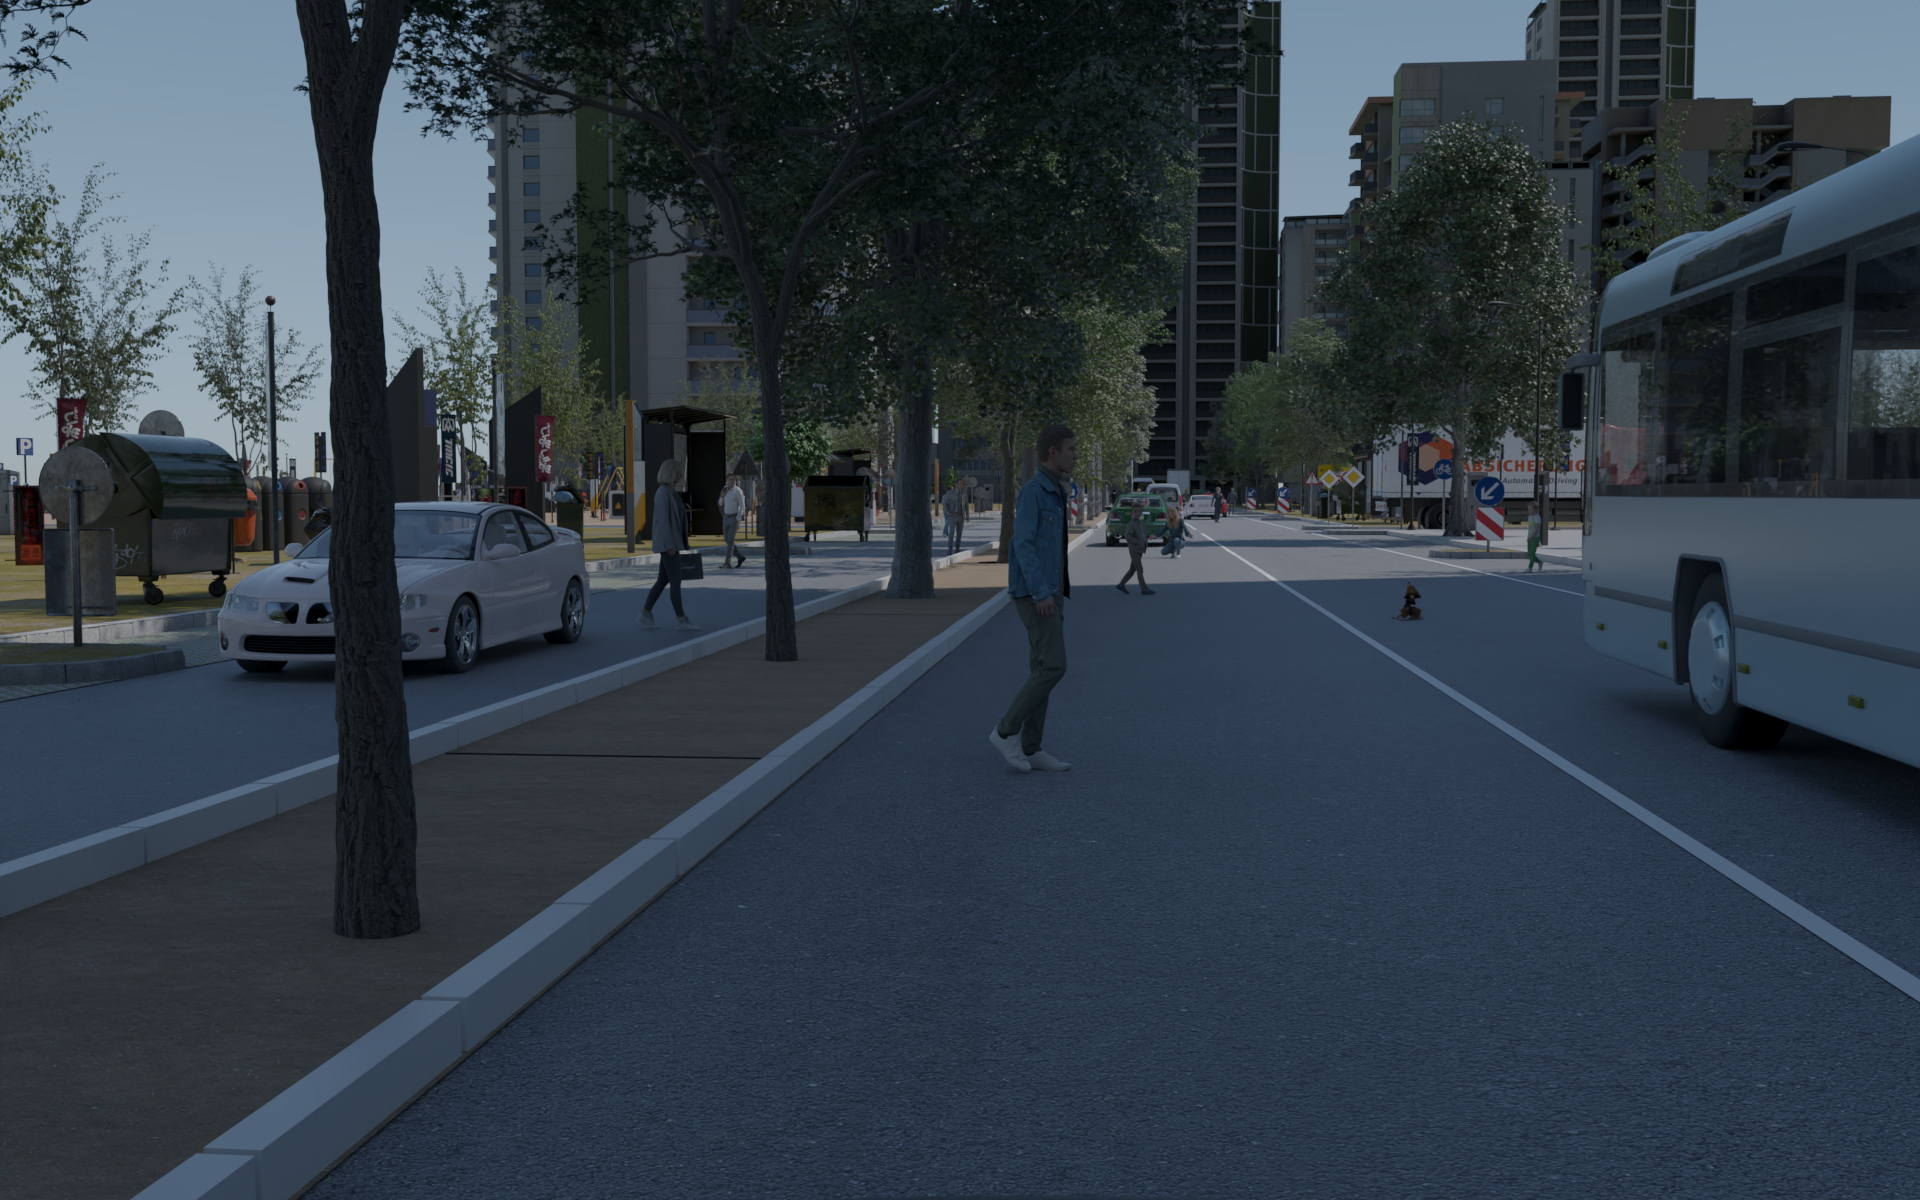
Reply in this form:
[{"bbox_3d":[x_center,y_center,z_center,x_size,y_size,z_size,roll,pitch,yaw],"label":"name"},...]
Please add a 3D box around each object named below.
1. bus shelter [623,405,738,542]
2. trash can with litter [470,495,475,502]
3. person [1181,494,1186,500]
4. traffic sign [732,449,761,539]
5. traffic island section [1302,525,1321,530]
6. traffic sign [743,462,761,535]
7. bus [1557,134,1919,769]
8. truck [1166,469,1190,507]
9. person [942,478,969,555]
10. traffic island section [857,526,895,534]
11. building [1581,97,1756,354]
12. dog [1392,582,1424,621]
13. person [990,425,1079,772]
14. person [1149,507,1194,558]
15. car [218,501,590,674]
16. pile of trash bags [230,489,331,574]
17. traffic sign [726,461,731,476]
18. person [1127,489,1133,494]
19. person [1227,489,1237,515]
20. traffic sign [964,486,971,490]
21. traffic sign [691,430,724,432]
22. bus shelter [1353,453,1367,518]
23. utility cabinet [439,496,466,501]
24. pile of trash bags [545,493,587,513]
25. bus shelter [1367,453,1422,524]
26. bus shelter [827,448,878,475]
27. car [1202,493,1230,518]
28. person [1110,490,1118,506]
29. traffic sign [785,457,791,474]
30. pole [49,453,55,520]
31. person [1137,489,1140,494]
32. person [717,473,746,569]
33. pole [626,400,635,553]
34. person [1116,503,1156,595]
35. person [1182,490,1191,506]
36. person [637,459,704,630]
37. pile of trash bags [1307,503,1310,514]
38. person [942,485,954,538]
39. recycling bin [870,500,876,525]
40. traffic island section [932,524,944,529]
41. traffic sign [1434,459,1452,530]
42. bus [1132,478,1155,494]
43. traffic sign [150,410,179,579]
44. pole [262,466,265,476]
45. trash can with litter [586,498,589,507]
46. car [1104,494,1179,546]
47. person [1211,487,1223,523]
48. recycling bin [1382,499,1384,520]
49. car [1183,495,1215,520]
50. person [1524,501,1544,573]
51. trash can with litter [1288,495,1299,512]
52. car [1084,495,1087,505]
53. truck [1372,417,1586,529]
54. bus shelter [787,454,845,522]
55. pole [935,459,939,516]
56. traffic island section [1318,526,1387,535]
[{"bbox_3d":[-7.798,-3.525,48.910,1.731,3.624,6.357,0,4,6],"label":"bus shelter"},{"bbox_3d":[-24.294,-4.667,87.368,2.233,1.210,1.678,-1,4,-14],"label":"trash can with litter"},{"bbox_3d":[19.052,-8.406,149.158,0.991,1.433,0.599,0,4,-5],"label":"person"},{"bbox_3d":[-6.126,-3.033,49.596,0.884,2.594,0.081,1,4,13],"label":"traffic sign"},{"bbox_3d":[14.863,-2.903,69.749,2.009,0.180,2.903,0,4,6],"label":"traffic island section"},{"bbox_3d":[-6.538,-3.200,54.454,0.606,2.300,0.079,1,4,10],"label":"traffic sign"},{"bbox_3d":[5.146,-0.731,6.811,2.948,3.499,13.247,0,4,6],"label":"bus"},{"bbox_3d":[24.868,-12.747,197.328,2.839,4.237,11.283,0,4,7],"label":"truck"},{"bbox_3d":[-0.082,-1.992,41.173,0.635,1.810,0.391,-2,4,-31],"label":"person"},{"bbox_3d":[-2.563,-2.523,63.529,2.009,0.180,2.903,0,4,6],"label":"traffic island section"},{"bbox_3d":[77.961,-33.220,193.253,14.200,45.320,14.600,0,4,6],"label":"building"},{"bbox_3d":[5.113,0.015,19.947,0.748,0.427,0.550,-3,4,-37],"label":"dog"},{"bbox_3d":[0.388,-0.004,8.914,0.444,1.785,0.601,1,4,22],"label":"person"},{"bbox_3d":[4.834,-1.514,38.745,1.012,1.151,0.738,3,4,36],"label":"person"},{"bbox_3d":[-4.734,-0.186,15.401,2.083,1.381,4.827,0,4,5],"label":"car"},{"bbox_3d":[-10.295,-1.124,28.124,3.447,1.369,1.912,0,4,-2],"label":"pile of trash bags"},{"bbox_3d":[-8.769,-3.873,63.437,0.768,2.556,0.104,1,4,11],"label":"traffic sign"},{"bbox_3d":[12.903,-7.452,130.439,0.767,1.812,0.694,-3,4,-38],"label":"person"},{"bbox_3d":[18.190,-6.556,115.863,0.661,1.801,0.590,0,4,0],"label":"person"},{"bbox_3d":[0.358,-7.691,125.754,0.884,2.594,0.081,1,4,15],"label":"traffic sign"},{"bbox_3d":[-8.595,-3.751,55.204,2.265,3.308,0.079,1,4,10],"label":"traffic sign"},{"bbox_3d":[22.084,-6.969,91.569,2.179,5.291,8.768,0,4,6],"label":"bus shelter"},{"bbox_3d":[-18.741,-3.226,63.901,1.020,1.237,0.306,-3,5,-43],"label":"utility cabinet"},{"bbox_3d":[-27.028,-6.637,118.267,3.447,1.369,1.912,1,4,18],"label":"pile of trash bags"},{"bbox_3d":[20.011,-6.101,77.379,2.179,5.291,8.768,0,4,6],"label":"bus shelter"},{"bbox_3d":[-5.622,-6.122,91.374,1.731,3.624,6.357,0,4,6],"label":"bus shelter"},{"bbox_3d":[15.639,-6.016,107.405,2.155,1.783,4.494,0,4,7],"label":"car"},{"bbox_3d":[14.780,-9.693,166.607,1.348,1.869,0.705,-2,4,-34],"label":"person"},{"bbox_3d":[-5.729,-3.338,54.675,0.768,2.556,0.104,0,4,8],"label":"traffic sign"},{"bbox_3d":[-45.434,-5.678,86.683,0.158,3.312,0.155,0,3,0],"label":"pole"},{"bbox_3d":[10.436,-5.545,99.838,0.731,1.740,0.598,0,4,-6],"label":"person"},{"bbox_3d":[-4.407,-1.511,33.310,0.679,1.850,0.850,2,4,34],"label":"person"},{"bbox_3d":[-7.165,-2.679,37.642,0.158,3.312,0.155,0,3,0],"label":"pole"},{"bbox_3d":[2.520,-0.730,24.703,0.640,1.303,0.475,2,4,25],"label":"person"},{"bbox_3d":[21.227,-9.433,162.732,1.348,1.823,0.705,1,4,11],"label":"person"},{"bbox_3d":[-3.074,-0.593,18.372,0.728,1.800,0.709,0,4,8],"label":"person"},{"bbox_3d":[22.772,-6.019,108.160,1.912,1.369,3.447,0,4,5],"label":"pile of trash bags"},{"bbox_3d":[-0.410,-2.912,56.952,0.643,1.720,0.563,-2,4,-33],"label":"person"},{"bbox_3d":[-3.888,-3.615,71.663,0.722,1.027,0.722,0,4,6],"label":"recycling bin"},{"bbox_3d":[-1.739,-3.009,71.471,2.009,0.180,2.903,0,4,6],"label":"traffic island section"},{"bbox_3d":[17.367,-3.795,62.147,0.768,2.556,0.104,0,4,7],"label":"traffic sign"},{"bbox_3d":[21.992,-13.000,207.403,2.948,3.499,13.247,0,4,7],"label":"bus"},{"bbox_3d":[-12.085,-1.596,26.206,0.768,2.556,0.104,1,4,9],"label":"traffic sign"},{"bbox_3d":[-51.294,-8.185,127.674,0.158,3.312,0.155,0,3,0],"label":"pole"},{"bbox_3d":[-29.085,-7.511,134.184,0.624,1.170,1.055,1,4,13],"label":"trash can with litter"},{"bbox_3d":[5.112,-2.274,48.976,2.131,1.459,4.920,0,4,8],"label":"car"},{"bbox_3d":[12.807,-4.739,86.399,0.534,1.772,0.576,3,5,42],"label":"person"},{"bbox_3d":[21.071,-4.395,84.406,0.722,1.027,0.722,-2,4,-27],"label":"recycling bin"},{"bbox_3d":[13.712,-5.261,98.382,2.083,1.381,4.827,0,4,4],"label":"car"},{"bbox_3d":[10.526,-1.160,31.718,0.590,1.304,0.306,-2,4,-35],"label":"person"},{"bbox_3d":[23.196,-6.836,122.824,1.678,1.210,2.233,1,4,22],"label":"trash can with litter"},{"bbox_3d":[14.452,-11.500,200.393,2.083,1.381,4.827,0,4,5],"label":"car"},{"bbox_3d":[21.250,-4.627,64.568,11.283,4.237,2.839,0,4,5],"label":"truck"},{"bbox_3d":[-6.881,-5.357,81.515,2.014,3.302,5.546,0,4,6],"label":"bus shelter"},{"bbox_3d":[-1.334,-6.493,100.009,0.158,3.312,0.155,0,3,0],"label":"pole"},{"bbox_3d":[14.039,-2.418,61.807,2.009,0.180,2.903,0,4,6],"label":"traffic island section"}]
